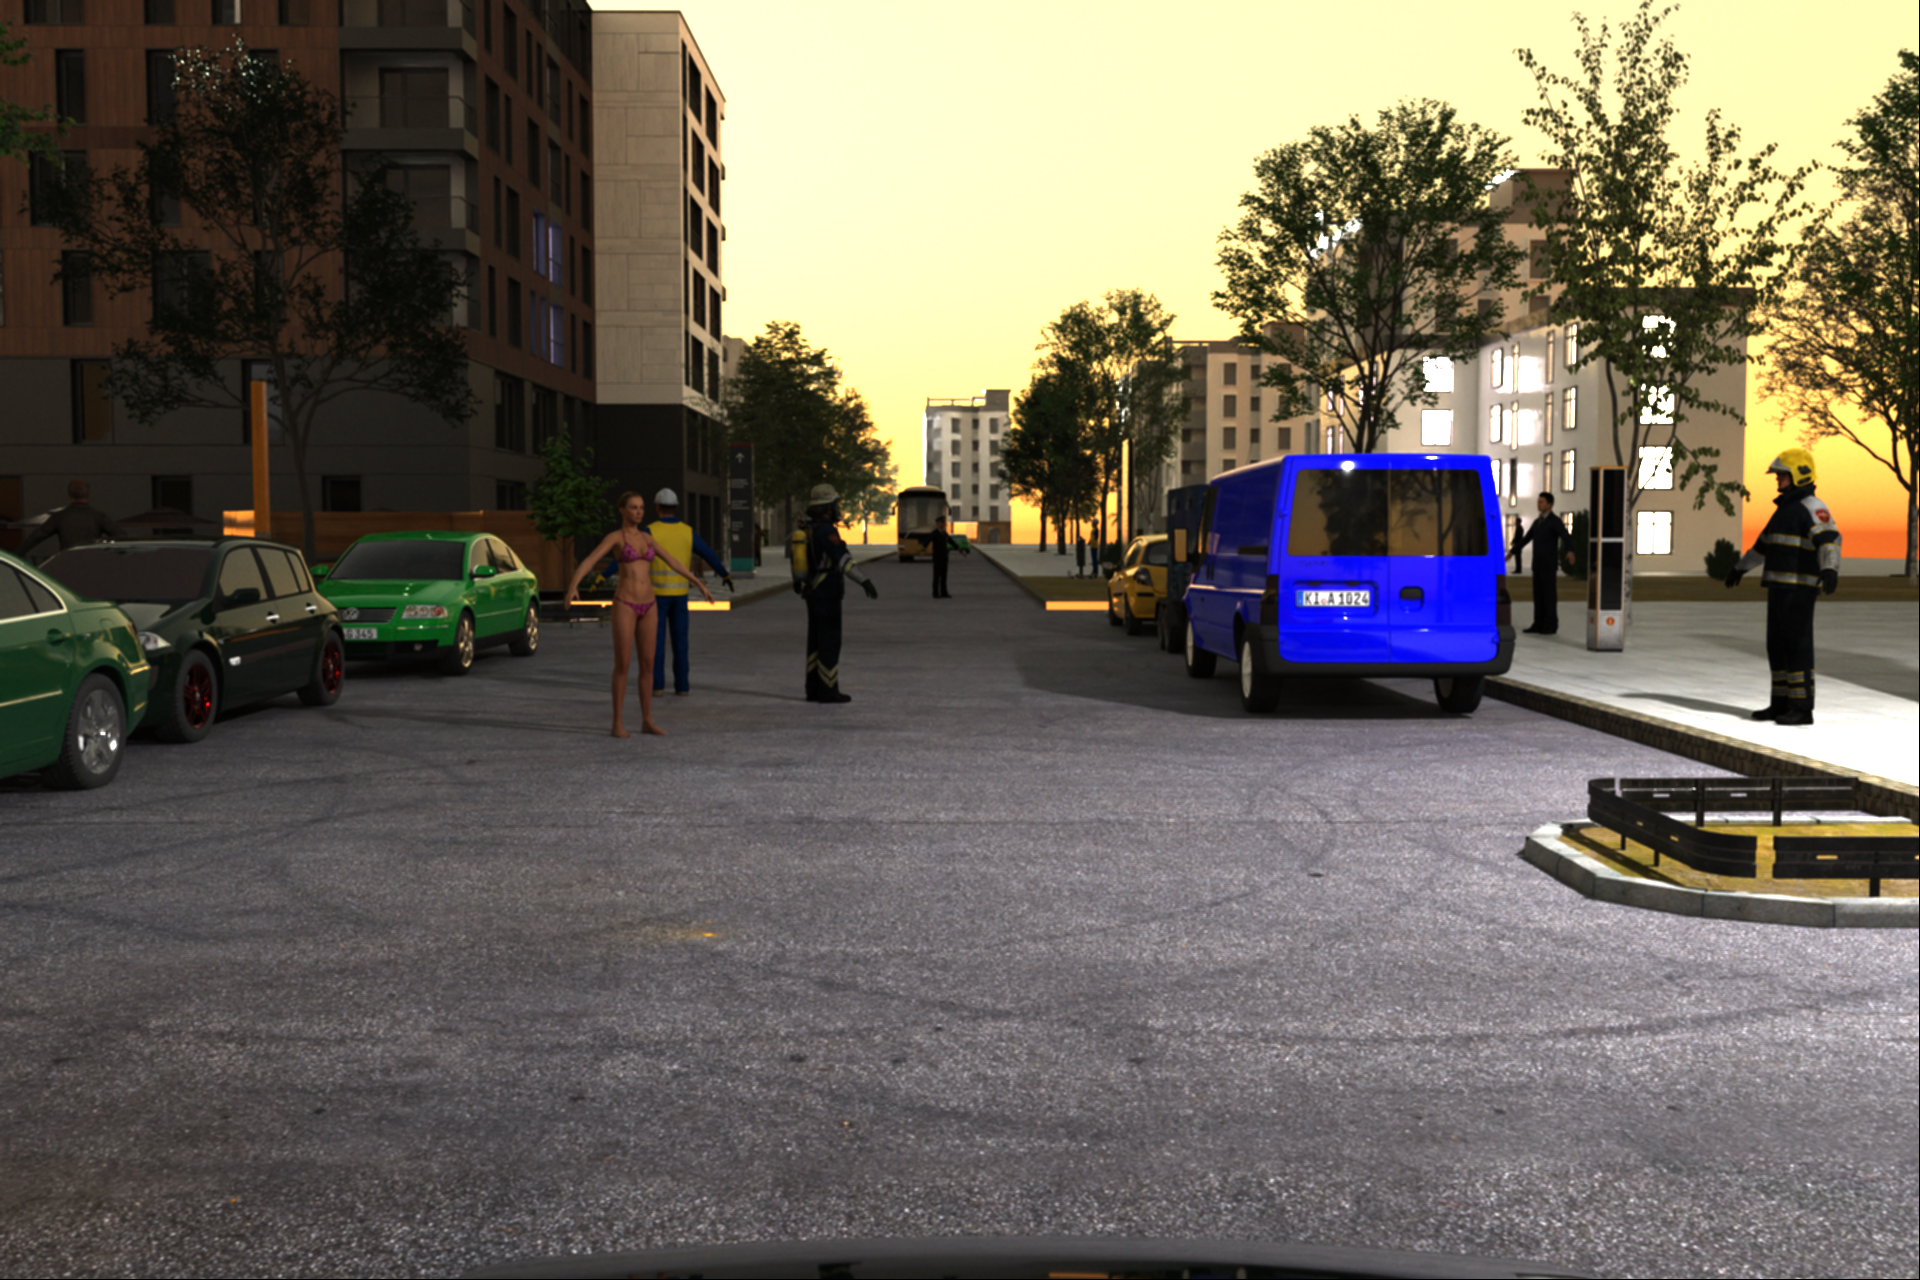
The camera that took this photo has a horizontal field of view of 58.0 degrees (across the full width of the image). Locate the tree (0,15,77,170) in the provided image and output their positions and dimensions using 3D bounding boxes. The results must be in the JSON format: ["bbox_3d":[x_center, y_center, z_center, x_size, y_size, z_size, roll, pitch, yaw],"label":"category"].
[{"bbox_3d":[-11.559,-5.428,14.502,9.928,11.665,9.643,0,3,0],"label":"tree"}]

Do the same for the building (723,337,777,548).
[{"bbox_3d":[-28.092,-18.663,171.597,16.747,18.905,31.486,0,4,0],"label":"building"}]

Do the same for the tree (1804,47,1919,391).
[{"bbox_3d":[20.758,-6.611,33.839,9.928,11.665,9.643,0,3,0],"label":"tree"}]

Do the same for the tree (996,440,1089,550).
[{"bbox_3d":[6.467,-12.260,134.862,8.767,10.594,7.601,1,4,21],"label":"tree"}]

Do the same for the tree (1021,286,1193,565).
[{"bbox_3d":[6.128,-8.975,72.499,9.928,11.665,9.643,0,3,0],"label":"tree"}]

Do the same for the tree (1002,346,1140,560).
[{"bbox_3d":[5.636,-9.308,86.606,7.601,10.594,8.767,-1,4,-9],"label":"tree"}]

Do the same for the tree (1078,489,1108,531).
[{"bbox_3d":[17.576,-17.121,230.295,4.737,8.622,4.395,0,3,0],"label":"tree"}]

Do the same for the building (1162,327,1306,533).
[{"bbox_3d":[24.559,-18.929,165.904,16.016,20.090,11.380,0,4,0],"label":"building"}]

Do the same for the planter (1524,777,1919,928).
[{"bbox_3d":[3.494,0.847,7.286,1.991,0.319,1.994,0,4,1],"label":"planter"}]

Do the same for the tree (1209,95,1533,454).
[{"bbox_3d":[9.711,-7.076,41.455,9.928,11.665,9.643,0,3,0],"label":"tree"}]

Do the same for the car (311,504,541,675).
[{"bbox_3d":[-5.887,-0.622,18.958,1.959,1.807,4.718,0,4,0],"label":"car"}]

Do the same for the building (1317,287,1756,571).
[{"bbox_3d":[22.442,-8.005,73.030,9.099,9.664,28.070,0,3,0],"label":"building"}]

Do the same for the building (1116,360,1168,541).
[{"bbox_3d":[26.453,-19.467,184.735,16.747,18.905,31.486,0,4,0],"label":"building"}]

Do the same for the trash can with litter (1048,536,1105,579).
[{"bbox_3d":[3.420,-2.383,50.012,1.678,1.210,2.233,0,4,0],"label":"trash can with litter"}]

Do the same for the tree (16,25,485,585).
[{"bbox_3d":[-12.370,-5.983,32.230,7.601,10.594,8.767,1,4,22],"label":"tree"}]

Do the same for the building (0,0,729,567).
[{"bbox_3d":[-24.829,-13.566,65.776,27.936,21.610,32.646,0,4,0],"label":"building"}]

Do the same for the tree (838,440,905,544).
[{"bbox_3d":[-12.327,-19.635,227.683,9.857,13.997,8.962,0,3,0],"label":"tree"}]

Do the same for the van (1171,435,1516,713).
[{"bbox_3d":[3.214,-0.682,15.537,2.240,2.365,5.245,0,4,-1],"label":"van"}]

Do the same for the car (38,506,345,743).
[{"bbox_3d":[-6.081,-0.202,13.094,2.009,1.686,4.222,0,4,0],"label":"car"}]

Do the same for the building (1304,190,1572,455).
[{"bbox_3d":[25.616,-15.012,101.873,16.016,20.090,11.380,0,4,0],"label":"building"}]

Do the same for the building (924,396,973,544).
[{"bbox_3d":[-4.509,-22.704,230.083,11.380,20.090,16.016,0,4,2],"label":"building"}]

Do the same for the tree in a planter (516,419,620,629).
[{"bbox_3d":[-6.217,-1.830,27.139,1.991,3.239,1.994,0,3,0],"label":"tree in a planter"}]

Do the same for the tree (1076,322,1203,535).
[{"bbox_3d":[6.755,-6.707,60.020,4.360,8.622,3.978,0,3,0],"label":"tree"}]

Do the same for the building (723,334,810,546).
[{"bbox_3d":[-25.790,-22.546,199.554,19.493,23.208,18.063,0,4,0],"label":"building"}]

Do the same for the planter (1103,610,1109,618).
[{"bbox_3d":[3.506,-0.551,30.145,1.991,0.319,1.994,0,4,1],"label":"planter"}]

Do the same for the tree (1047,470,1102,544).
[{"bbox_3d":[14.843,-18.676,223.479,7.486,12.596,7.792,0,3,0],"label":"tree"}]

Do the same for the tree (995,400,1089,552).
[{"bbox_3d":[5.987,-12.107,123.708,9.928,11.665,9.643,0,3,0],"label":"tree"}]

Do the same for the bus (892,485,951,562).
[{"bbox_3d":[-1.942,-6.098,91.241,2.896,3.916,12.252,0,4,-1],"label":"bus"}]

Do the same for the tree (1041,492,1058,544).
[{"bbox_3d":[12.665,-17.120,230.281,4.737,8.622,4.395,0,3,0],"label":"tree"}]

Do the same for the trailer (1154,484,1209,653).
[{"bbox_3d":[3.187,-0.906,21.870,1.471,1.999,3.904,0,4,0],"label":"trailer"}]

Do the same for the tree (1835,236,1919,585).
[{"bbox_3d":[24.033,-5.661,42.920,4.737,8.622,4.395,0,3,0],"label":"tree"}]

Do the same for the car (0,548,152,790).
[{"bbox_3d":[-5.748,0.208,8.405,2.131,1.459,4.920,0,4,0],"label":"car"}]

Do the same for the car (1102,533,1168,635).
[{"bbox_3d":[3.186,-0.959,25.903,2.015,1.641,3.980,0,4,0],"label":"car"}]

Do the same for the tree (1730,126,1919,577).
[{"bbox_3d":[28.617,-8.657,51.909,12.009,13.543,11.850,0,3,0],"label":"tree"}]

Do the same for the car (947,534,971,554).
[{"bbox_3d":[-0.177,-7.327,128.588,1.959,1.807,4.718,0,4,-1],"label":"car"}]
